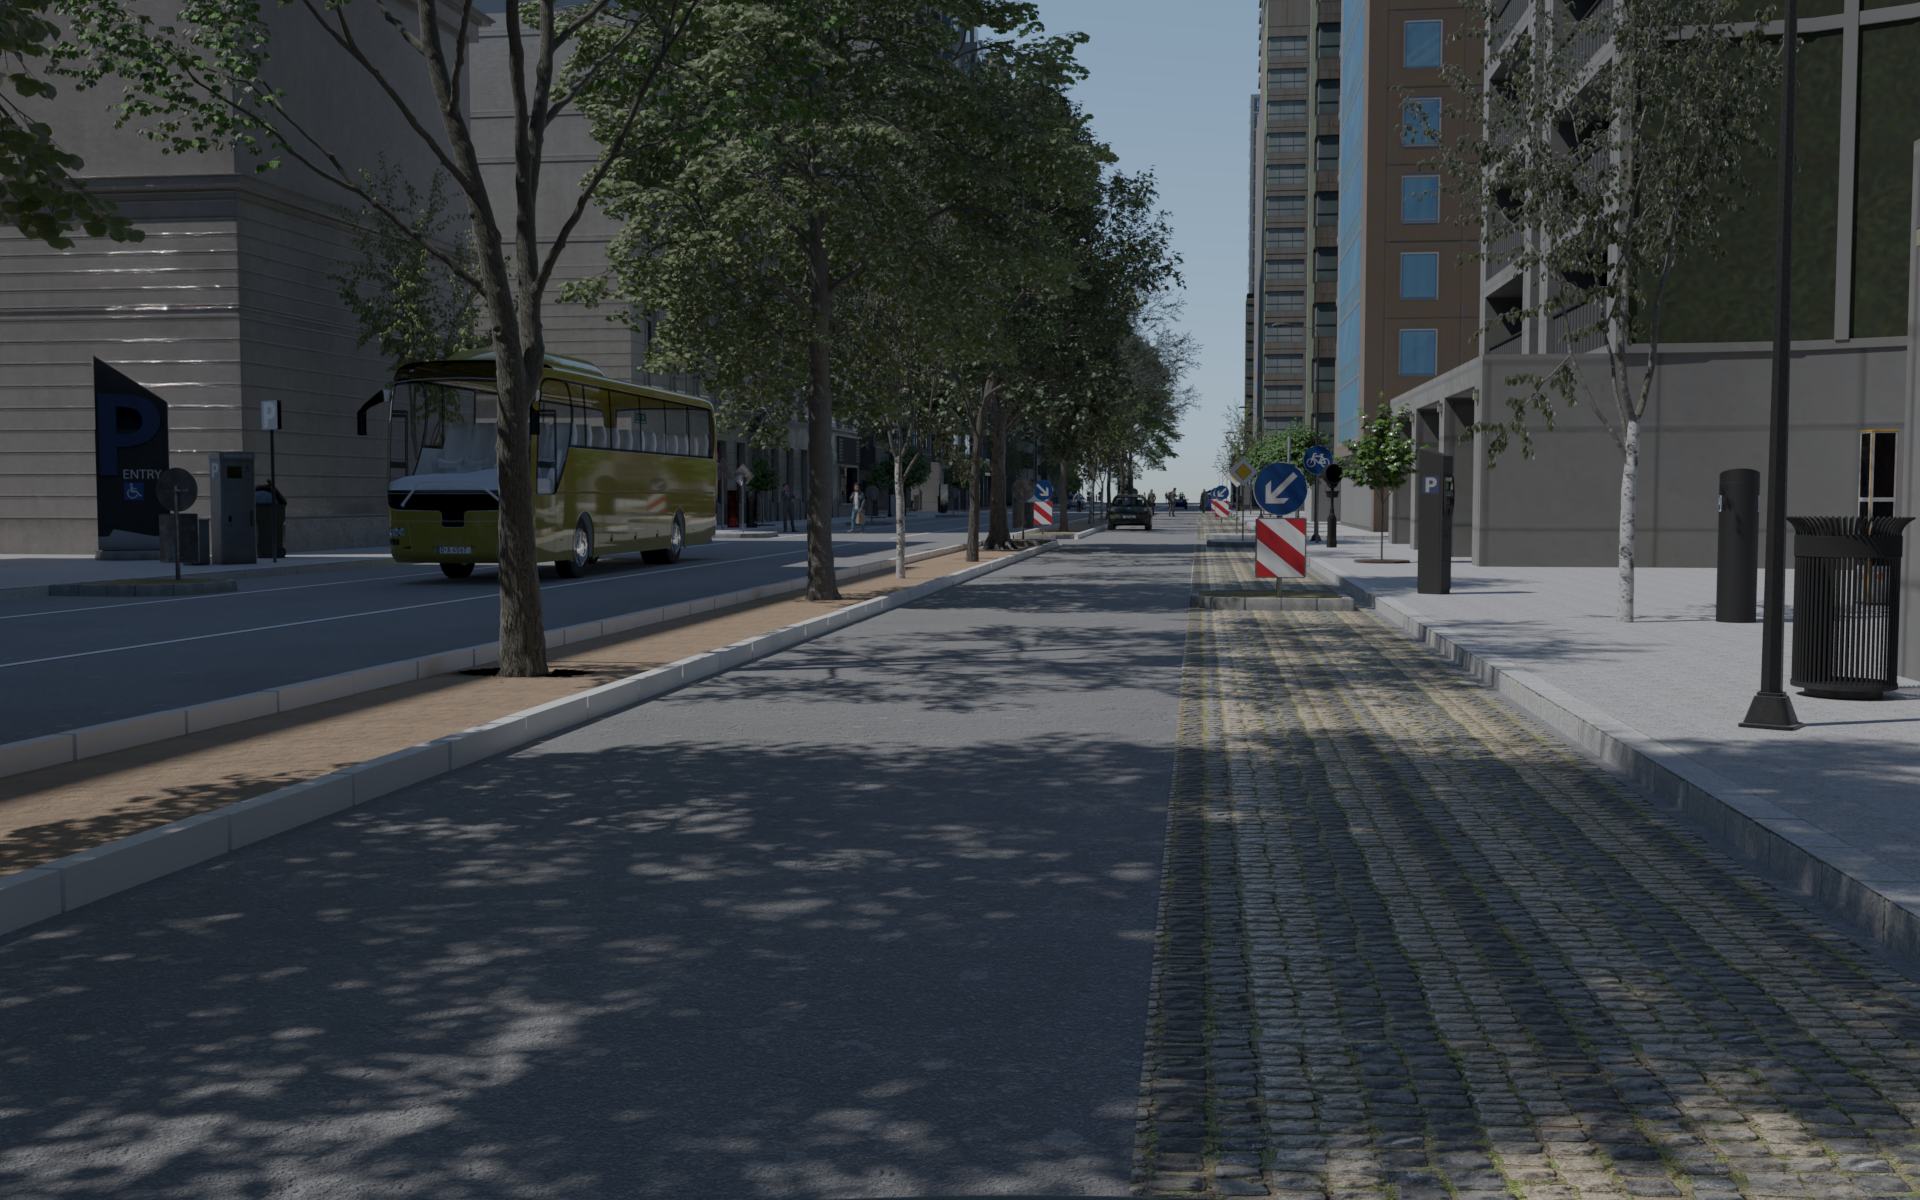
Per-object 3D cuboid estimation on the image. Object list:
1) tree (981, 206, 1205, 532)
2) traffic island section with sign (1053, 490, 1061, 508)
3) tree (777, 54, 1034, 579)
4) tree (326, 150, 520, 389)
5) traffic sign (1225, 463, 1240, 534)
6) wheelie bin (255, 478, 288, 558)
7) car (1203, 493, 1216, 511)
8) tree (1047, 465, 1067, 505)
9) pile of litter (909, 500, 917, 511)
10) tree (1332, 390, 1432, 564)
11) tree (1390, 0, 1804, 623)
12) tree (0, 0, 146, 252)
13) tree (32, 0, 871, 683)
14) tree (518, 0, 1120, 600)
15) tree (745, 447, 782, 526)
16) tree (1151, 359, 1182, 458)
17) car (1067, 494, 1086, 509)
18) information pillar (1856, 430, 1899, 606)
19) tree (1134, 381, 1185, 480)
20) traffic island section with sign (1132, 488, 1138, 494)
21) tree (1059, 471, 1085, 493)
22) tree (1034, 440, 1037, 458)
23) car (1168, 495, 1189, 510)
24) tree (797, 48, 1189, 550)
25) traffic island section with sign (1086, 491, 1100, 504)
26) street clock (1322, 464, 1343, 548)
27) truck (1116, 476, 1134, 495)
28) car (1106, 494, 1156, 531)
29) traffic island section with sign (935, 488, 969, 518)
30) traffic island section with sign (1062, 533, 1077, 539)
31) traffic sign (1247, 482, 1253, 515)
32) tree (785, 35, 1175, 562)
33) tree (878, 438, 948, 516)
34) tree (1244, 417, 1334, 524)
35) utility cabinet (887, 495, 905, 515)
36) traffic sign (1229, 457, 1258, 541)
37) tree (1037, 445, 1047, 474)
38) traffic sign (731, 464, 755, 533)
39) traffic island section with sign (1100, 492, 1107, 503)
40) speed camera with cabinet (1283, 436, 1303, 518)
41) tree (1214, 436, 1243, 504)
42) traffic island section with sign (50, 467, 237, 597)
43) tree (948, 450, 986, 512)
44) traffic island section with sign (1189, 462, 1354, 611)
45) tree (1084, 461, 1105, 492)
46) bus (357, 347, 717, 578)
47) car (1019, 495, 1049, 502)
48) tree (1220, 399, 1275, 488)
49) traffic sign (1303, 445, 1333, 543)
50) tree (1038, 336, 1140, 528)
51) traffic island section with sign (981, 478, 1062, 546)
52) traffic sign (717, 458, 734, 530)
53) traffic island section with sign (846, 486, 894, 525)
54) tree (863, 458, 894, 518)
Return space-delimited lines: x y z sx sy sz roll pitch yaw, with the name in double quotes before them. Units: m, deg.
"tree" 3.885 -9.296 64.820 12.009 13.543 11.850 0 3 0
"traffic island section with sign" 10.214 -10.688 183.372 1.989 1.847 2.006 0 4 8
"tree" -1.017 -4.642 28.714 4.360 8.622 3.978 0 3 0
"tree" -11.680 -5.357 37.949 4.737 8.622 4.395 0 3 0
"traffic sign" 8.835 -3.157 55.254 0.795 2.450 0.064 0 4 8
"wheelie bin" -13.859 -1.642 34.749 0.693 1.594 0.980 -2 4 -23
"car" 22.039 -8.641 150.866 1.945 1.707 3.694 1 4 8
"tree" 10.979 -15.516 204.042 4.360 8.622 3.978 0 3 0
"pile of litter" -3.866 -7.107 130.169 1.176 0.858 1.719 -2 4 -29
"tree" 7.895 -2.313 32.426 1.663 3.219 1.824 0 3 0
"tree" 6.635 -4.095 17.312 4.360 8.622 3.978 0 3 0
"tree" -4.497 -5.141 4.644 7.486 12.596 7.792 0 3 0
"tree" -3.525 -5.211 13.412 9.928 11.665 9.643 0 3 0
"tree" -1.819 -6.237 22.566 7.486 12.596 7.792 0 3 0
"tree" -8.120 -4.617 70.085 1.663 3.219 1.824 0 3 0
"tree" 11.568 -11.598 117.832 9.928 11.665 9.643 0 3 0
"car" 10.937 -9.279 163.710 2.014 1.417 4.499 0 4 8
"information pillar" 10.551 -0.944 19.932 0.304 2.012 0.304 0 4 3
"tree" 12.543 -12.597 126.543 7.486 12.596 7.792 0 3 0
"traffic island section with sign" 13.037 -7.470 130.263 2.006 1.907 1.989 0 4 8
"tree" 15.059 -15.240 232.892 4.285 4.588 4.351 0 3 0
"tree" 3.756 -12.242 150.513 4.360 8.622 3.978 0 3 0
"car" 20.378 -9.118 161.658 1.945 1.354 3.894 0 4 8
"tree" 0.992 -7.639 44.370 9.611 12.733 9.660 0 3 0
"traffic island section with sign" 17.751 -14.015 237.774 1.989 1.847 2.006 0 4 8
"street clock" 8.905 -2.255 41.441 0.471 2.002 0.358 -1 4 -13
"truck" 26.326 -17.564 276.089 2.839 4.237 11.283 0 4 6
"car" 6.821 -3.644 69.368 2.009 1.686 4.222 0 4 7
"traffic island section with sign" -0.406 -6.001 106.748 1.989 1.847 2.006 0 4 8
"traffic island section with sign" 2.729 -2.917 55.832 2.006 1.907 1.989 0 4 8
"traffic sign" 18.217 -6.626 108.444 0.768 2.556 0.104 1 4 17
"tree" 0.190 -6.049 35.773 8.767 10.594 7.601 0 4 8
"tree" -3.213 -7.187 101.227 4.285 4.588 4.351 0 3 0
"tree" 14.381 -5.508 73.777 4.285 4.588 4.351 0 3 0
"utility cabinet" -3.908 -5.789 105.817 1.020 1.237 0.306 -2 4 -24
"traffic sign" 7.739 -2.673 47.344 0.795 2.450 0.064 0 4 8
"tree" 5.150 -12.849 160.449 4.360 8.622 3.978 0 3 0
"traffic sign" -7.204 -3.293 57.489 0.795 2.450 0.064 0 4 8
"traffic island section with sign" 21.452 -15.648 264.475 1.989 1.847 2.006 0 4 8
"speed camera with cabinet" 11.241 -3.935 58.671 0.660 3.252 2.038 1 4 18
"tree" 33.860 -16.247 216.003 4.360 8.622 3.978 0 3 0
"traffic island section with sign" -11.708 -1.012 25.177 1.989 1.847 2.006 0 4 8
"tree" 0.256 -8.761 126.957 4.285 4.588 4.351 0 3 0
"traffic island section with sign" 3.937 -0.822 22.067 1.989 1.847 2.006 0 4 8
"tree" 21.547 -20.112 279.200 4.360 8.622 3.978 0 3 0
"bus" -7.297 -2.522 32.781 2.896 3.916 12.252 0 4 6
"car" 5.173 -6.531 119.148 2.083 1.381 4.827 0 4 8
"tree" 21.971 -11.166 132.925 4.737 8.622 4.395 0 3 0
"traffic sign" 9.365 -2.767 45.346 0.768 2.556 0.104 1 4 15
"tree" 5.549 -7.367 73.277 4.737 8.622 4.395 0 3 0
"traffic island section with sign" 1.702 -2.468 48.496 2.006 1.907 1.989 0 4 8
"traffic sign" -8.535 -3.808 62.266 0.884 2.594 0.081 1 4 16
"traffic island section with sign" -4.110 -4.368 80.048 1.989 1.847 2.006 0 4 8
"tree" -4.316 -5.977 92.332 1.663 3.219 1.824 0 3 0
